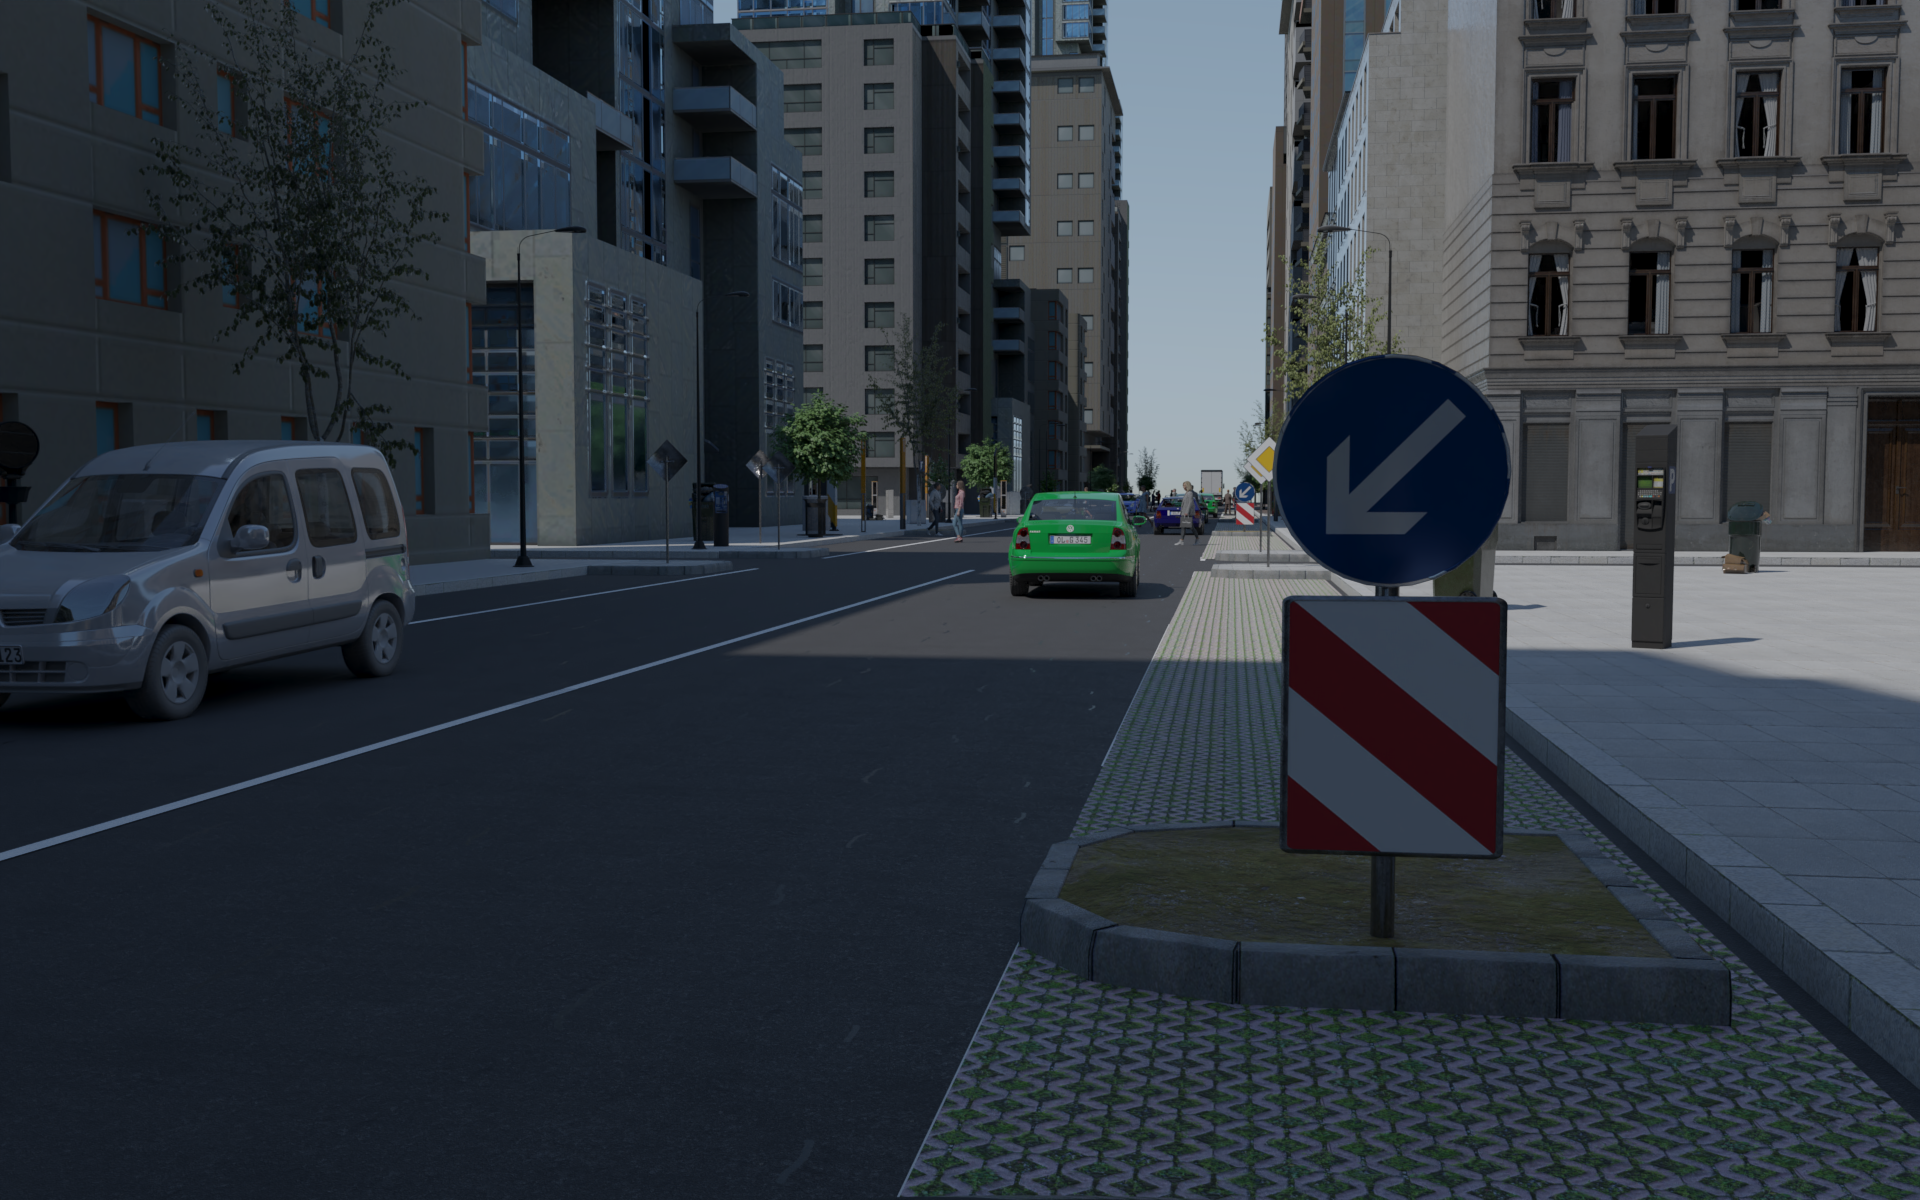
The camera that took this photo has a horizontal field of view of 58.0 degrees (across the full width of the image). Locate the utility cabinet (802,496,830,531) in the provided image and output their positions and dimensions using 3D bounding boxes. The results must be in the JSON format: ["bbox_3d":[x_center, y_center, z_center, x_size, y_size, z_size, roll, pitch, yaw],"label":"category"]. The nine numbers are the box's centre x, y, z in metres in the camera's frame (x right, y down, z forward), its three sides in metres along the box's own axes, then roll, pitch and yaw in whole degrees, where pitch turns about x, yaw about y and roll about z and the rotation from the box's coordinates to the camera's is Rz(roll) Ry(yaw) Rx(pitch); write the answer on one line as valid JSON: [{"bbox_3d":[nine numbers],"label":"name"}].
[{"bbox_3d":[-5.033,-3.034,60.762,1.020,1.237,0.306,-3,5,-39],"label":"utility cabinet"}]

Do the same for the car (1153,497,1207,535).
[{"bbox_3d":[7.855,-3.019,61.947,1.945,1.354,3.894,1,4,9],"label":"car"}]

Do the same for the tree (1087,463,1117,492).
[{"bbox_3d":[14.841,-12.124,181.943,4.285,4.588,4.351,0,3,0],"label":"tree"}]

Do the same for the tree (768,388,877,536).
[{"bbox_3d":[-4.271,-4.281,53.700,4.285,4.588,4.351,0,3,0],"label":"tree"}]

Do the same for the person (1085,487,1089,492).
[{"bbox_3d":[7.182,-5.440,97.545,0.778,1.811,0.616,3,4,37],"label":"person"}]

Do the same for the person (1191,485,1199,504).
[{"bbox_3d":[9.609,-3.884,72.120,0.709,1.813,0.853,-2,4,-27],"label":"person"}]

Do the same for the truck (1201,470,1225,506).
[{"bbox_3d":[29.791,-13.195,204.649,2.839,4.237,11.283,1,4,9],"label":"truck"}]

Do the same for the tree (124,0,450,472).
[{"bbox_3d":[-8.849,-4.479,23.601,4.360,8.622,3.978,0,3,0],"label":"tree"}]

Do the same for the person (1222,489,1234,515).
[{"bbox_3d":[18.765,-6.853,121.092,0.434,1.755,0.990,-3,5,-40],"label":"person"}]

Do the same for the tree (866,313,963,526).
[{"bbox_3d":[-1.670,-7.294,69.615,4.360,8.622,3.978,0,3,0],"label":"tree"}]

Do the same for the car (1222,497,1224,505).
[{"bbox_3d":[33.053,-12.937,223.519,2.014,1.417,4.499,0,4,7],"label":"car"}]

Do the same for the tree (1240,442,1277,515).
[{"bbox_3d":[19.866,-7.643,108.673,4.285,4.588,4.351,0,3,0],"label":"tree"}]

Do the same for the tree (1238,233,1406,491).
[{"bbox_3d":[10.511,-5.997,48.408,4.737,8.622,4.395,0,3,0],"label":"tree"}]

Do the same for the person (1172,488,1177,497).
[{"bbox_3d":[13.149,-5.973,106.560,0.834,1.777,0.661,1,4,22],"label":"person"}]

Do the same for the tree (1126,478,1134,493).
[{"bbox_3d":[20.095,-13.005,207.236,1.663,3.219,1.824,0,3,0],"label":"tree"}]

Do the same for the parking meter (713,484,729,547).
[{"bbox_3d":[-5.841,-2.075,42.335,0.372,1.533,0.369,0,3,0],"label":"parking meter"}]

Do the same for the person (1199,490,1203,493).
[{"bbox_3d":[16.980,-6.851,121.297,0.721,1.735,1.217,1,4,22],"label":"person"}]

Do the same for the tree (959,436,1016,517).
[{"bbox_3d":[1.594,-6.948,97.308,4.285,4.588,4.351,0,3,0],"label":"tree"}]

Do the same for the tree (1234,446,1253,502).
[{"bbox_3d":[43.825,-19.157,263.582,4.360,8.622,3.978,0,3,0],"label":"tree"}]

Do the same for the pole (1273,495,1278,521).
[{"bbox_3d":[14.816,-5.341,81.168,0.158,3.312,0.155,0,3,0],"label":"pole"}]

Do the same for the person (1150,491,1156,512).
[{"bbox_3d":[15.688,-8.014,140.444,0.530,1.710,0.541,0,4,-5],"label":"person"}]

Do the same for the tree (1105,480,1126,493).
[{"bbox_3d":[16.380,-11.676,185.503,1.663,3.219,1.824,0,3,0],"label":"tree"}]

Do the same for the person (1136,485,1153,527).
[{"bbox_3d":[7.946,-4.046,74.746,0.778,1.811,0.616,-1,4,-15],"label":"person"}]

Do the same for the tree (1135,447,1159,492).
[{"bbox_3d":[28.763,-19.238,264.903,4.737,8.622,4.395,0,3,0],"label":"tree"}]

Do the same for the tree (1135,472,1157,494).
[{"bbox_3d":[27.097,-16.478,253.125,4.285,4.588,4.351,0,3,0],"label":"tree"}]

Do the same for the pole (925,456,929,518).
[{"bbox_3d":[-1.748,-6.028,92.393,0.158,3.312,0.155,0,3,0],"label":"pole"}]

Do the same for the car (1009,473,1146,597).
[{"bbox_3d":[1.758,-1.026,25.578,1.959,1.807,4.718,0,4,7],"label":"car"}]

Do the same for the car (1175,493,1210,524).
[{"bbox_3d":[11.320,-4.688,85.444,1.959,1.807,4.718,1,4,10],"label":"car"}]

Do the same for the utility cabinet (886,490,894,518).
[{"bbox_3d":[-3.757,-5.115,92.307,0.318,1.500,1.173,0,4,-8],"label":"utility cabinet"}]

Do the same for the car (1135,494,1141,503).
[{"bbox_3d":[18.370,-10.571,182.619,2.009,1.686,4.222,1,4,9],"label":"car"}]

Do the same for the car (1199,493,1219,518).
[{"bbox_3d":[14.732,-5.890,105.095,1.959,1.807,4.718,0,4,8],"label":"car"}]

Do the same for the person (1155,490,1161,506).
[{"bbox_3d":[19.023,-9.633,165.931,0.705,1.831,1.348,2,4,27],"label":"person"}]

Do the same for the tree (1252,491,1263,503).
[{"bbox_3d":[44.057,-16.220,259.798,1.663,3.219,1.824,0,3,0],"label":"tree"}]

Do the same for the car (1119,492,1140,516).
[{"bbox_3d":[11.145,-6.537,116.466,1.945,1.707,3.694,1,4,11],"label":"car"}]

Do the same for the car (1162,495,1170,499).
[{"bbox_3d":[25.891,-12.290,213.523,1.945,1.354,3.894,1,4,8],"label":"car"}]

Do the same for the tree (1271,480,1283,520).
[{"bbox_3d":[16.598,-5.634,86.724,1.663,3.219,1.824,0,3,0],"label":"tree"}]

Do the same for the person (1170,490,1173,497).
[{"bbox_3d":[18.653,-8.796,152.335,0.705,1.821,1.348,0,4,6],"label":"person"}]

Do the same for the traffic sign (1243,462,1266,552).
[{"bbox_3d":[6.636,-2.112,38.180,0.795,2.450,0.064,1,4,9],"label":"traffic sign"}]

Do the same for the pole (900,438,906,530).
[{"bbox_3d":[-2.070,-4.207,62.622,0.158,3.312,0.155,0,3,0],"label":"pole"}]

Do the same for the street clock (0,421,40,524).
[{"bbox_3d":[-9.461,-0.779,17.304,0.358,2.002,0.471,3,5,42],"label":"street clock"}]

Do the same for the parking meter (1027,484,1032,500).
[{"bbox_3d":[4.200,-6.099,105.431,0.255,1.863,0.399,2,4,29],"label":"parking meter"}]

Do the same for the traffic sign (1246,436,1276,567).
[{"bbox_3d":[5.399,-1.630,30.291,0.795,2.450,0.064,1,4,9],"label":"traffic sign"}]

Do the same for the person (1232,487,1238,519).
[{"bbox_3d":[16.006,-5.635,100.437,0.447,1.846,0.655,-1,4,-22],"label":"person"}]

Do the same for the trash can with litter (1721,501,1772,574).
[{"bbox_3d":[12.737,-1.022,28.094,0.624,1.170,1.055,2,4,34],"label":"trash can with litter"}]

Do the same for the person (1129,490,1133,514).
[{"bbox_3d":[12.234,-6.949,122.831,0.721,1.735,1.217,1,4,10],"label":"person"}]

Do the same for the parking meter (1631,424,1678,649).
[{"bbox_3d":[5.785,-0.533,14.432,0.255,1.863,0.399,2,4,35],"label":"parking meter"}]

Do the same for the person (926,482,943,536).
[{"bbox_3d":[-0.895,-3.129,59.508,0.795,1.843,0.661,2,4,29],"label":"person"}]

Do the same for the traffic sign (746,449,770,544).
[{"bbox_3d":[-5.175,-2.672,44.871,0.795,2.450,0.064,1,4,13],"label":"traffic sign"}]

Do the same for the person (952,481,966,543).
[{"bbox_3d":[-0.030,-2.612,51.217,0.388,1.821,0.555,-1,4,-16],"label":"person"}]

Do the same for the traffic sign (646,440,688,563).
[{"bbox_3d":[-5.410,-1.734,31.999,0.795,2.450,0.064,1,4,9],"label":"traffic sign"}]

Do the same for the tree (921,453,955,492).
[{"bbox_3d":[-1.040,-5.309,81.396,1.663,3.219,1.824,0,3,0],"label":"tree"}]

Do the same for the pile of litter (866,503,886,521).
[{"bbox_3d":[-4.167,-4.313,84.484,1.176,0.858,1.719,3,5,40],"label":"pile of litter"}]

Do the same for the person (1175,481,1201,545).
[{"bbox_3d":[6.390,-2.428,48.376,0.728,1.800,0.709,0,4,-4],"label":"person"}]

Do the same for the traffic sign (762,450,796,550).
[{"bbox_3d":[-4.174,-2.217,39.889,0.795,2.450,0.064,1,4,9],"label":"traffic sign"}]

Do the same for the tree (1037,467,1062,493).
[{"bbox_3d":[6.310,-7.951,124.593,1.663,3.219,1.824,0,3,0],"label":"tree"}]
